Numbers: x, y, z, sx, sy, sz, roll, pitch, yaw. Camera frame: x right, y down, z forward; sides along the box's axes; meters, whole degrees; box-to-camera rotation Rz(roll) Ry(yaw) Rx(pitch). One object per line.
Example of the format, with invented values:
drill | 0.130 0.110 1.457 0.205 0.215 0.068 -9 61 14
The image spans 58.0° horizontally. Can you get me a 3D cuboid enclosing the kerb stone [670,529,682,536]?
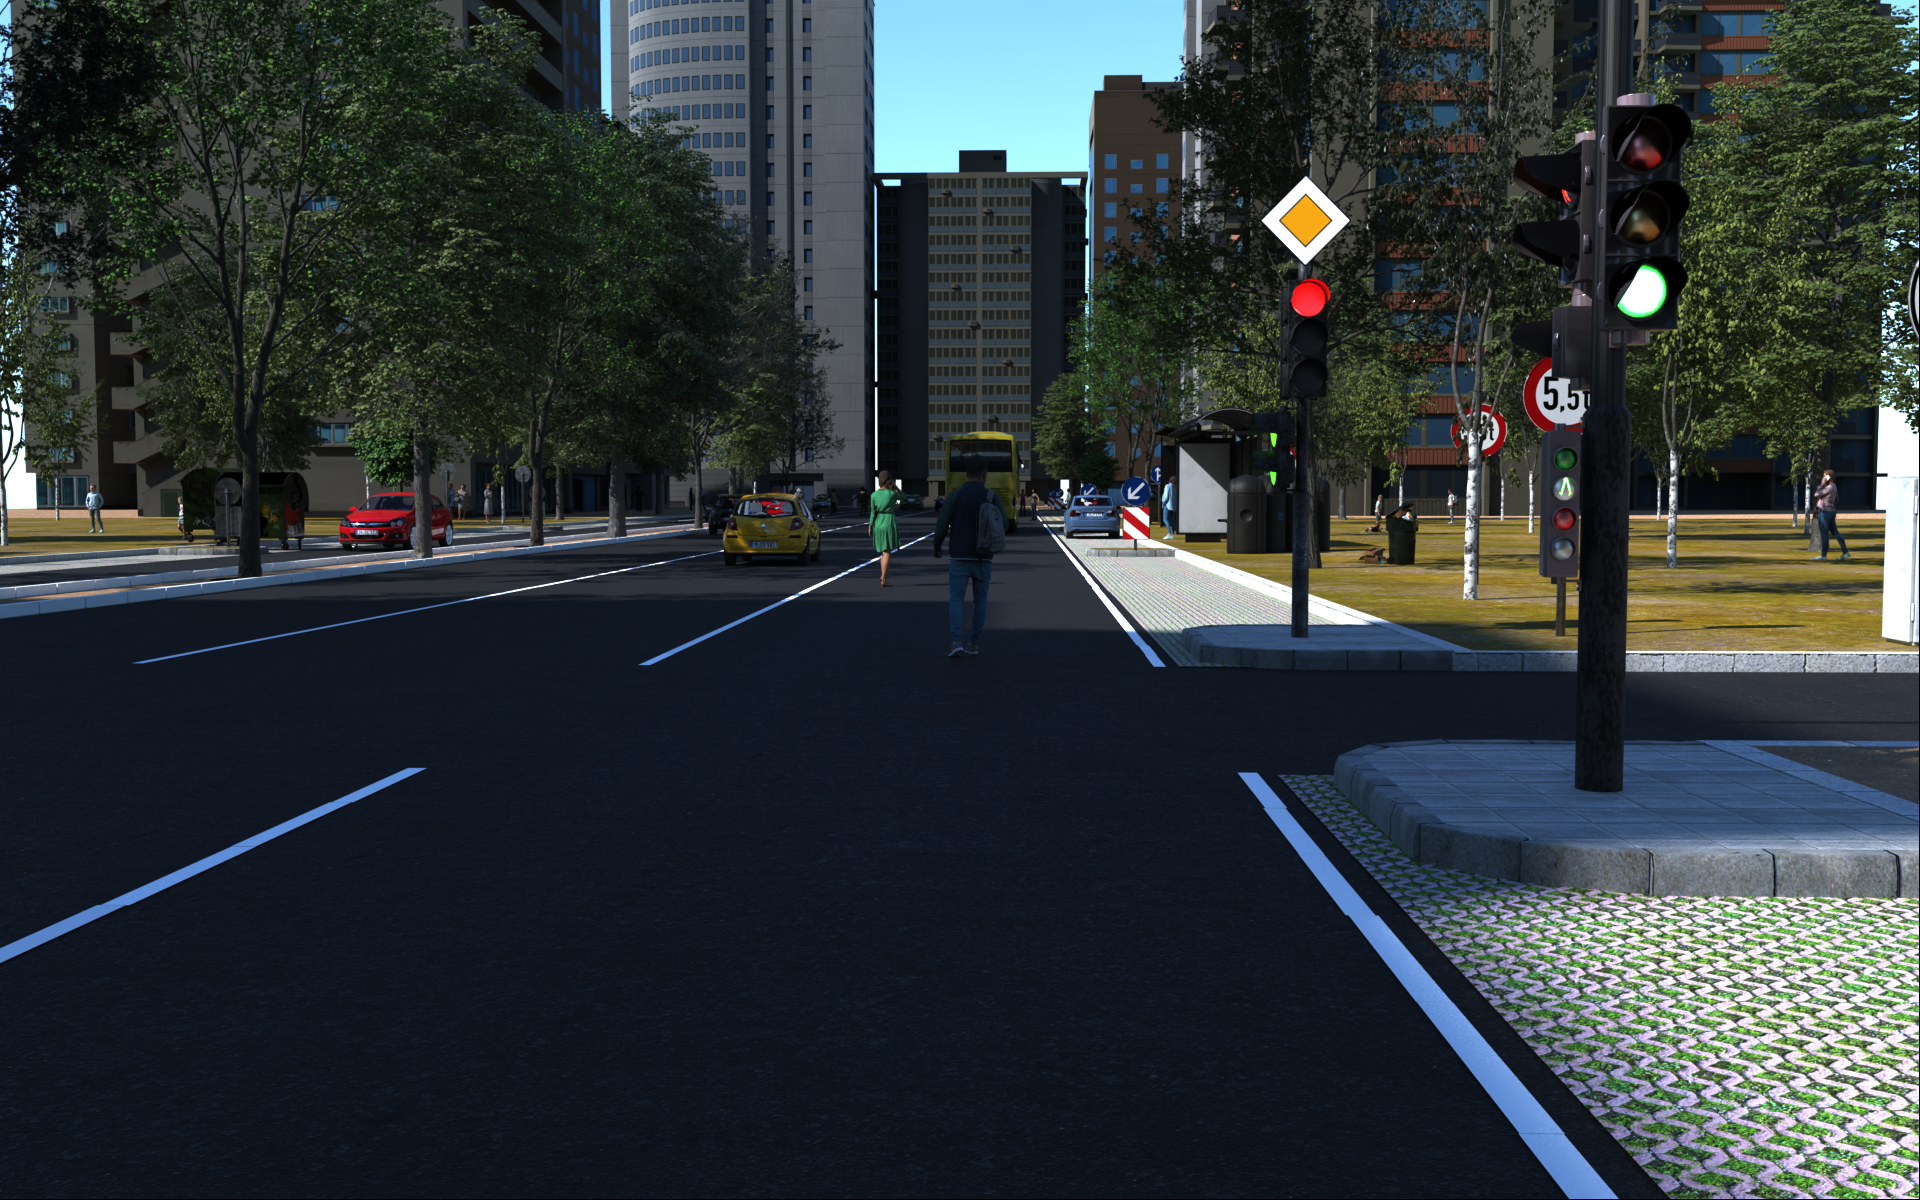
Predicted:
kerb stone | -9.723 -2.257 59.090 0.120 0.150 1.000 0 4 2

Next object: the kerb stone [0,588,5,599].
kerb stone | -13.056 -0.067 23.296 0.120 0.150 1.000 0 4 2

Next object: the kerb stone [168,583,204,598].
kerb stone | -10.918 -0.125 24.246 0.120 0.150 1.000 0 4 2

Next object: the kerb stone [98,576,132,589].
kerb stone | -12.954 -0.250 26.365 0.120 0.150 1.000 0 4 2

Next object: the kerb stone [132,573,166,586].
kerb stone | -12.909 -0.312 27.387 0.120 0.150 1.000 0 4 2

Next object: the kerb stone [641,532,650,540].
kerb stone | -9.906 -1.944 53.980 0.120 0.150 1.000 0 4 2

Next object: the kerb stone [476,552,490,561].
kerb stone | -10.463 -0.942 37.601 0.120 0.150 1.000 0 4 2

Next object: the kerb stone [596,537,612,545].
kerb stone | -10.073 -1.631 48.856 0.120 0.150 1.000 0 4 2

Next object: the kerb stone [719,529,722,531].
kerb stone | -9.409 -2.820 68.296 0.120 0.150 1.000 0 4 2

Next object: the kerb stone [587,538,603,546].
kerb stone | -10.108 -1.568 47.835 0.120 0.150 1.000 0 4 2

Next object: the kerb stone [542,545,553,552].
kerb stone | -10.289 -1.255 42.712 0.120 0.150 1.000 0 4 2

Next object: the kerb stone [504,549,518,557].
kerb stone | -10.391 -1.060 39.646 0.120 0.150 1.000 0 4 2

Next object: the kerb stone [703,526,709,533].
kerb stone | -9.553 -2.566 64.204 0.120 0.150 1.000 0 4 2

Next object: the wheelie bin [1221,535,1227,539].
wheelie bin | 7.646 -2.549 49.588 0.980 1.594 0.693 -3 5 -44

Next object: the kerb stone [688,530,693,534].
kerb stone | -9.656 -2.381 61.136 0.120 0.150 1.000 0 4 2

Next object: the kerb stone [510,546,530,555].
kerb stone | -10.359 -1.128 40.669 0.120 0.150 1.000 0 4 2

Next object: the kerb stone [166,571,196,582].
kerb stone | -12.876 -0.380 28.413 0.120 0.150 1.000 0 4 2

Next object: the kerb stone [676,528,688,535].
kerb stone | -9.691 -2.319 60.113 0.120 0.150 1.000 0 4 2

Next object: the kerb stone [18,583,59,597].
kerb stone | -13.021 -0.128 24.319 0.120 0.150 1.000 0 4 2

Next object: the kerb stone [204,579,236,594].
kerb stone | -10.882 -0.188 25.272 0.120 0.150 1.000 0 4 2

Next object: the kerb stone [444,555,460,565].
kerb stone | -10.531 -0.817 35.551 0.120 0.150 1.000 0 4 2

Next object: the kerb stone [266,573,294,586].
kerb stone | -10.822 -0.307 27.319 0.120 0.150 1.000 0 4 2

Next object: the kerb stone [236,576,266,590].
kerb stone | -10.853 -0.249 26.297 0.120 0.150 1.000 0 4 2

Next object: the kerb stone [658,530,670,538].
kerb stone | -9.795 -2.132 57.047 0.120 0.150 1.000 0 4 2

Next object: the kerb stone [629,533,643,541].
kerb stone | -9.932 -1.881 52.951 0.120 0.150 1.000 0 4 2

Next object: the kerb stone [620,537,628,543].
kerb stone | -10.002 -1.754 50.900 0.120 0.150 1.000 0 4 2

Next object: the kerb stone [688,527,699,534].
kerb stone | -9.620 -2.444 62.160 0.120 0.150 1.000 0 4 2

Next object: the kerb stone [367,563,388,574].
kerb stone | -10.668 -0.565 31.435 0.120 0.150 1.000 0 4 2

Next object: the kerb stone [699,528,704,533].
kerb stone | -9.577 -2.506 63.182 0.120 0.150 1.000 0 4 2

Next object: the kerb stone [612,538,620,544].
kerb stone | -10.047 -1.693 49.878 0.120 0.150 1.000 0 4 2

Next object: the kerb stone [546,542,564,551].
kerb stone | -10.249 -1.318 43.743 0.120 0.150 1.000 0 4 2

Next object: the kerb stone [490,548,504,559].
kerb stone | -10.432 -1.005 38.623 0.120 0.150 1.000 0 4 2

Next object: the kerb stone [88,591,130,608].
kerb stone | -10.990 0.006 22.203 0.120 0.150 1.000 0 4 2

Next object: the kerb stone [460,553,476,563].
kerb stone | -10.500 -0.876 36.573 0.120 0.150 1.000 0 4 2

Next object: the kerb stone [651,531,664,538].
kerb stone | -9.829 -2.066 56.026 0.120 0.150 1.000 0 4 2

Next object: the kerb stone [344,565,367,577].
kerb stone | -10.711 -0.501 30.410 0.120 0.150 1.000 0 4 2

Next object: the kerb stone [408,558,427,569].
kerb stone | -10.600 -0.691 33.499 0.120 0.150 1.000 0 4 2

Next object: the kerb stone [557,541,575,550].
kerb stone | -10.212 -1.381 44.767 0.120 0.150 1.000 0 4 2

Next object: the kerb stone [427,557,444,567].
kerb stone | -10.563 -0.754 34.521 0.120 0.150 1.000 0 4 2

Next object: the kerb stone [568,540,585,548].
kerb stone | -10.179 -1.440 45.791 0.120 0.150 1.000 0 4 2

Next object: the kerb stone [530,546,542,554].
kerb stone | -10.319 -1.192 41.690 0.120 0.150 1.000 0 4 2

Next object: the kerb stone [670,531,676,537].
kerb stone | -9.760 -2.192 58.069 0.120 0.150 1.000 0 4 2

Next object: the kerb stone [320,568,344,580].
kerb stone | -10.749 -0.438 29.386 0.120 0.150 1.000 0 4 2

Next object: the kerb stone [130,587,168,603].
kerb stone | -10.956 -0.063 23.224 0.120 0.150 1.000 0 4 2

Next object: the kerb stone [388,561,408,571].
kerb stone | -10.633 -0.628 32.462 0.120 0.150 1.000 0 4 2

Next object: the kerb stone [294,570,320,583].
kerb stone | -10.776 -0.370 28.346 0.120 0.150 1.000 0 4 2

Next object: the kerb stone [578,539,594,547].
kerb stone | -10.143 -1.505 46.813 0.120 0.150 1.000 0 4 2

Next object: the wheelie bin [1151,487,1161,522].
wheelie bin | 8.928 -4.374 79.421 0.693 1.594 0.980 2 4 27

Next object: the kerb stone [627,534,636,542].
kerb stone | -9.972 -1.819 51.929 0.120 0.150 1.000 0 4 2

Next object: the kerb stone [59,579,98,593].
kerb stone | -12.980 -0.192 25.343 0.120 0.150 1.000 0 4 2

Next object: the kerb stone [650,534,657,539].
kerb stone | -9.863 -2.005 55.001 0.120 0.150 1.000 0 4 2
